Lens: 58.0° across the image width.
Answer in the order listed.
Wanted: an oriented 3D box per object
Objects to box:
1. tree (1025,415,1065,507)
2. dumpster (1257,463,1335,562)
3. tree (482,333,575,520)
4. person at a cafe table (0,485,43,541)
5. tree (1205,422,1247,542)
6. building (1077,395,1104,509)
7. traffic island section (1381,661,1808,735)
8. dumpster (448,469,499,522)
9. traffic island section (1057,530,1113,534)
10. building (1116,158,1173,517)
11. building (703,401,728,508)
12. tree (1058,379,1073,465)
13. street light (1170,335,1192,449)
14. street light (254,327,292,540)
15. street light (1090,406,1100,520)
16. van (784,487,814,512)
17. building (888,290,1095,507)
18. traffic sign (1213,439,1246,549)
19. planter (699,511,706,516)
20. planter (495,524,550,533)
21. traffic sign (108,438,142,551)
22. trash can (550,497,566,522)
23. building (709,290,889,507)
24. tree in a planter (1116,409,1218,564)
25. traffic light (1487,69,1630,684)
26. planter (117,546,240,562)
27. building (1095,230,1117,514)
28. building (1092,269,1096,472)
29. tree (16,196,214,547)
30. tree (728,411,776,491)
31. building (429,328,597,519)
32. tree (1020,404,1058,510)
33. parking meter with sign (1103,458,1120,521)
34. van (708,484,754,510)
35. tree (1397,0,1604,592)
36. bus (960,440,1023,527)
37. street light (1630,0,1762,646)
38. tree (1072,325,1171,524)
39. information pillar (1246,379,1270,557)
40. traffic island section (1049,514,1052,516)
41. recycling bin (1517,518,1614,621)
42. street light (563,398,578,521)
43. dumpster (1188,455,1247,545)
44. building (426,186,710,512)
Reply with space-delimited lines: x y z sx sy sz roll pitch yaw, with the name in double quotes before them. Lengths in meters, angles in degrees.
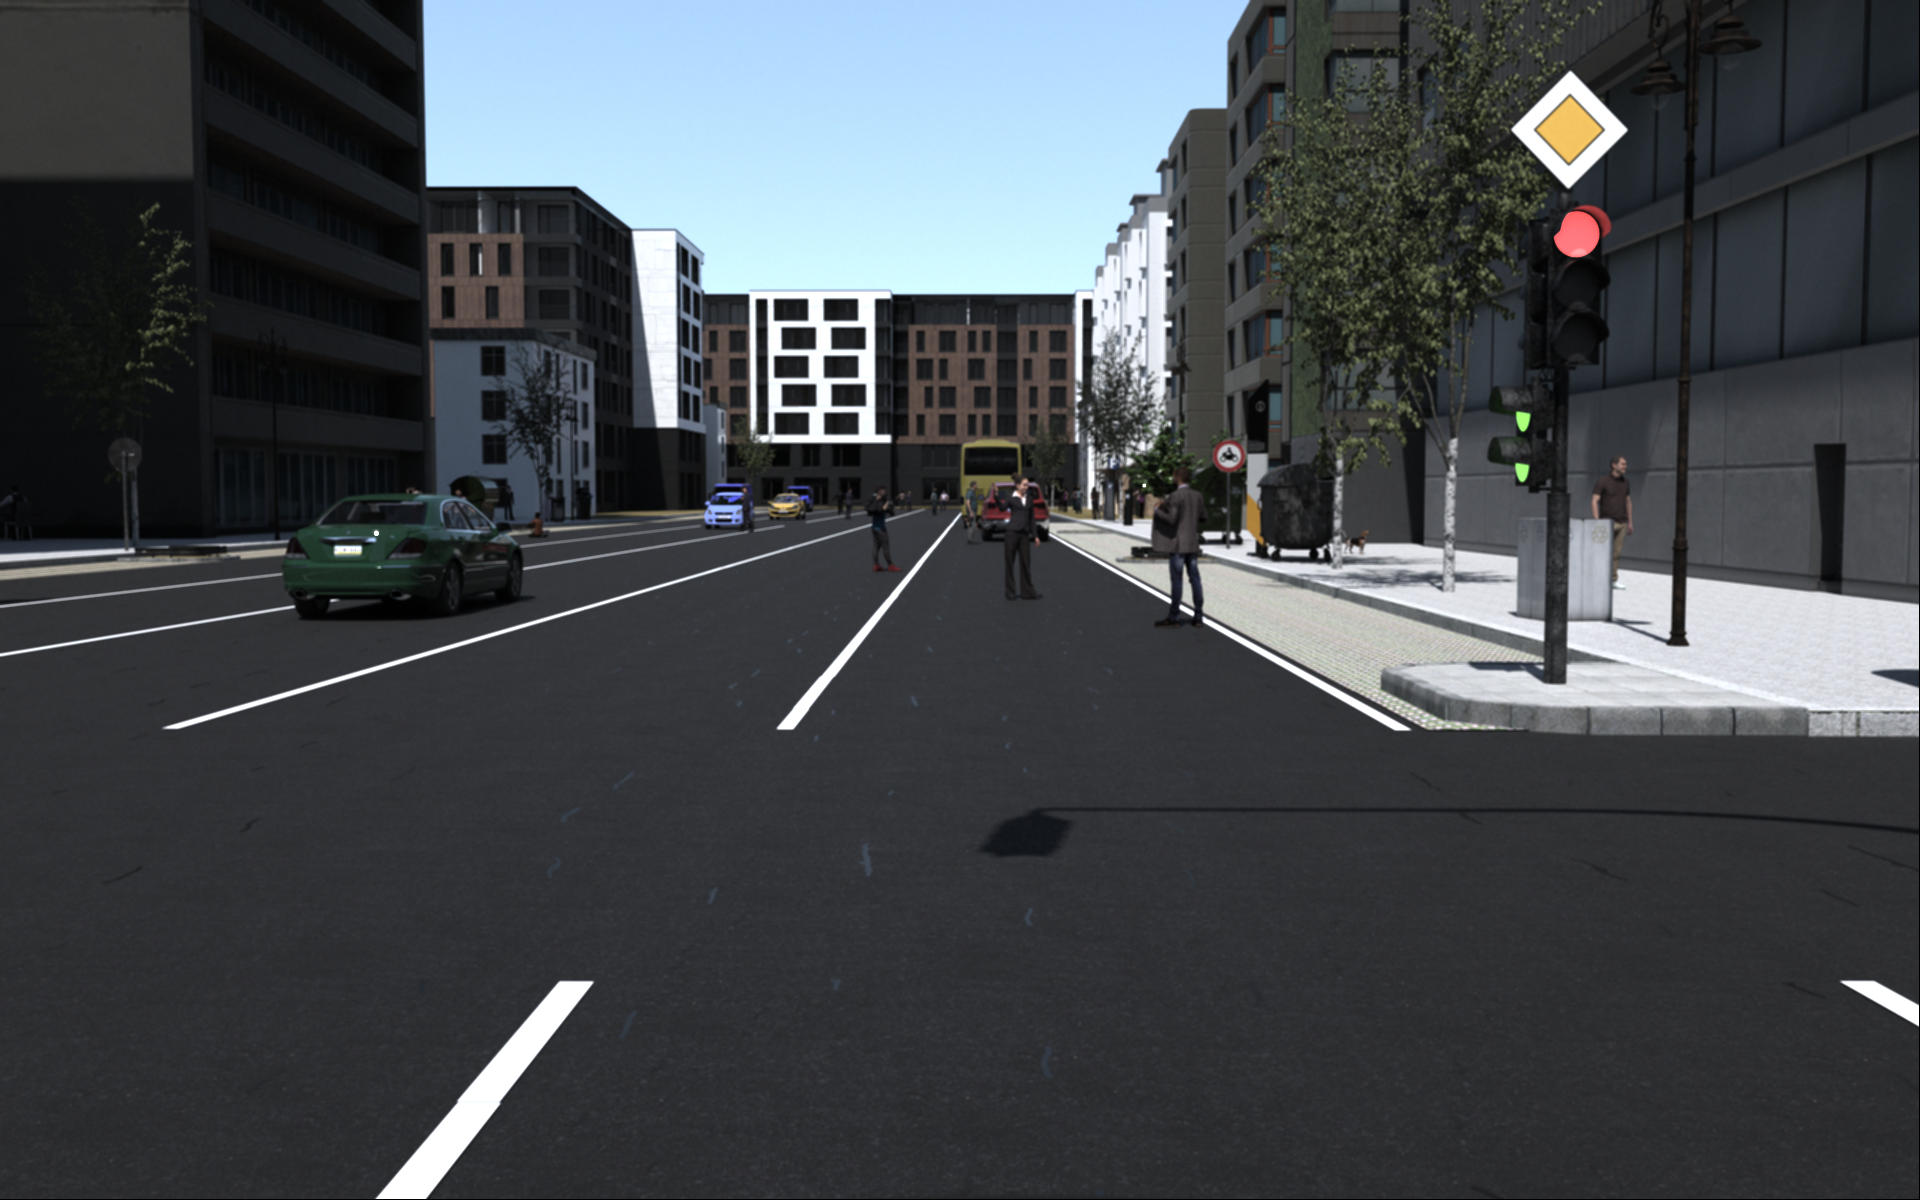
"tree" 8.060 -12.865 160.699 4.737 8.622 4.395 0 3 0
"dumpster" 6.498 -1.693 33.443 1.264 1.857 1.865 0 4 1
"tree" -19.249 -7.840 78.551 4.360 8.622 3.978 0 3 0
"person at a cafe table" -26.166 -2.393 47.644 1.622 1.524 1.698 2 4 31
"tree" 7.030 -3.184 46.658 1.663 3.219 1.824 0 3 0
"building" 15.255 -12.490 146.361 9.099 9.664 28.070 0 4 1
"traffic island section" 4.056 0.644 11.747 2.009 0.180 2.903 0 4 1
"dumpster" -18.831 -3.946 67.012 1.502 2.255 1.985 0 4 0
"traffic island section" 4.556 -2.482 63.444 1.991 0.108 1.994 0 4 1
"building" 18.004 -15.105 103.385 16.016 20.091 11.380 0 4 1
"building" -35.619 -13.104 156.401 28.070 9.664 9.099 0 4 1
"tree" 7.884 -8.857 95.167 4.360 8.622 3.978 0 3 0
"street light" 6.427 -4.751 50.466 0.468 5.910 1.993 0 4 1
"street light" -18.972 -4.598 47.960 0.468 5.910 1.993 0 4 1
"street light" 6.747 -6.925 86.017 0.468 5.910 1.993 0 4 1
"van" -12.817 -8.184 138.199 2.240 2.365 5.245 0 4 -1
"building" 9.561 -21.013 187.534 32.646 21.610 27.936 0 4 1
"traffic sign" 6.281 -2.471 40.504 0.768 2.556 0.104 0 4 3
"planter" -15.971 -5.664 113.751 1.991 0.319 1.994 0 4 1
"planter" -16.447 -2.665 64.708 1.991 0.319 1.994 0 4 1
"traffic sign" -18.851 -2.385 39.108 0.768 2.556 0.104 0 4 2
"trash can" -18.534 -4.173 79.881 0.748 1.137 0.748 0 3 0
"building" -23.087 -21.009 187.475 32.646 21.610 27.936 0 4 1
"tree in a planter" 4.292 -2.391 36.315 1.991 3.239 1.994 0 4 1
"traffic light" 4.016 -1.389 11.633 0.839 4.253 0.868 0 4 1
"planter" -16.709 -0.990 37.325 1.991 0.319 1.994 0 4 1
"building" 17.566 -15.808 114.873 16.016 20.091 11.380 0 4 1
"building" 17.780 -16.508 126.328 16.016 20.091 11.380 0 4 1
"tree" -20.379 -5.605 42.011 4.737 8.622 4.395 0 3 0
"tree" -18.550 -12.466 154.185 4.737 8.622 4.395 0 3 0
"building" -25.806 -9.753 101.612 9.099 9.664 28.070 0 4 1
"tree" 7.162 -11.425 137.158 4.360 8.622 3.978 0 3 0
"parking meter with sign" 7.233 -5.331 83.430 0.543 3.016 1.738 0 4 -7
"van" -13.569 -6.029 102.963 2.240 2.365 5.245 0 4 1
"tree" 6.286 -4.423 22.686 4.737 8.622 4.395 0 3 0
"bus" 1.419 -5.243 77.265 2.896 3.916 12.252 0 4 1
"street light" 6.085 -2.551 14.503 0.468 5.910 1.993 0 4 1
"tree" 7.023 -7.621 74.959 4.360 8.622 3.978 0 3 0
"information pillar" 6.102 -2.697 35.448 0.183 3.616 0.504 -3 5 -43
"traffic island section" 5.060 -5.607 114.536 1.991 0.108 1.994 0 4 1
"recycling bin" 6.207 -0.319 17.777 0.722 1.027 0.722 0 4 -8
"street light" -18.693 -6.767 83.423 0.468 5.910 1.993 0 4 1
"dumpster" 6.489 -2.557 44.293 1.502 2.255 1.985 0 4 1
"building" -35.798 -17.595 131.645 27.936 21.610 32.646 0 4 1
